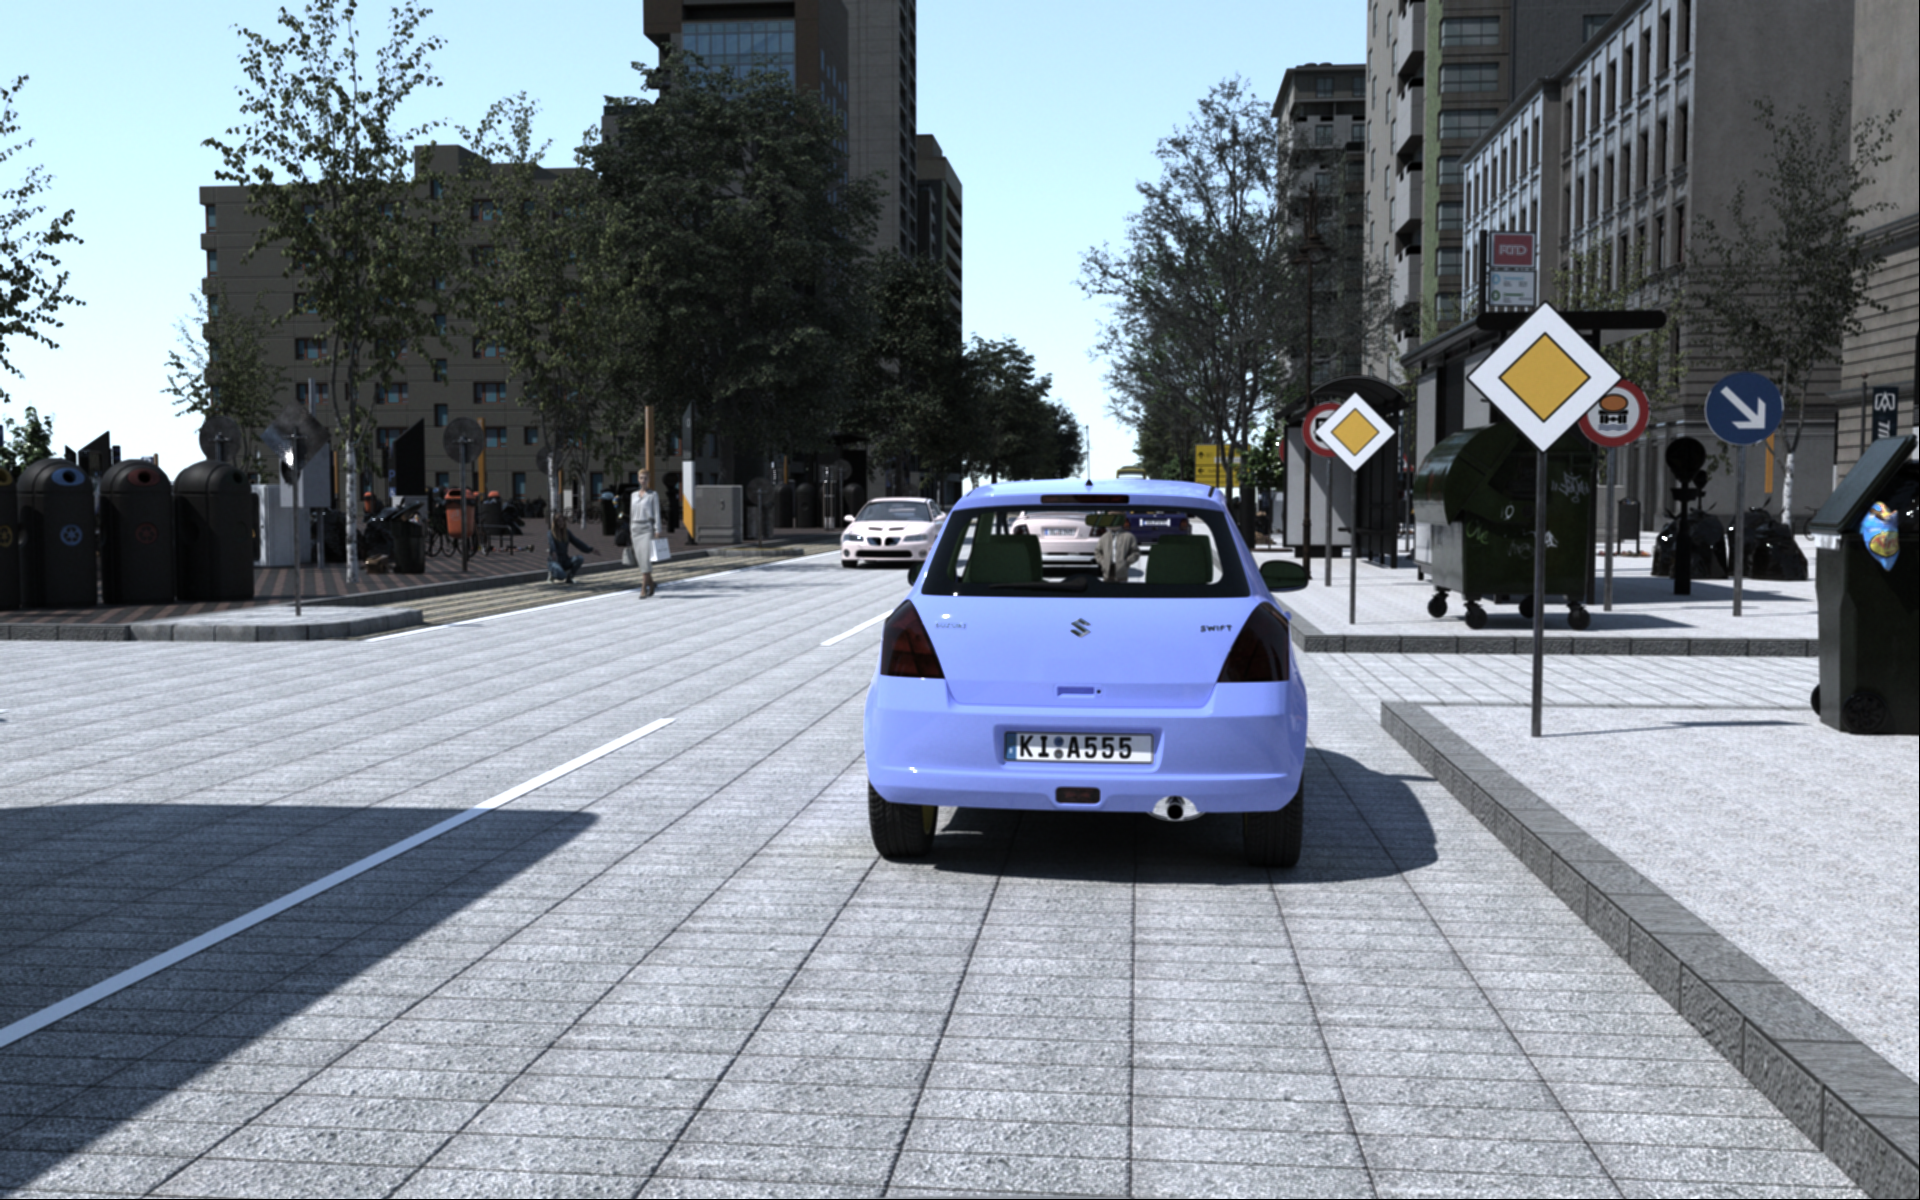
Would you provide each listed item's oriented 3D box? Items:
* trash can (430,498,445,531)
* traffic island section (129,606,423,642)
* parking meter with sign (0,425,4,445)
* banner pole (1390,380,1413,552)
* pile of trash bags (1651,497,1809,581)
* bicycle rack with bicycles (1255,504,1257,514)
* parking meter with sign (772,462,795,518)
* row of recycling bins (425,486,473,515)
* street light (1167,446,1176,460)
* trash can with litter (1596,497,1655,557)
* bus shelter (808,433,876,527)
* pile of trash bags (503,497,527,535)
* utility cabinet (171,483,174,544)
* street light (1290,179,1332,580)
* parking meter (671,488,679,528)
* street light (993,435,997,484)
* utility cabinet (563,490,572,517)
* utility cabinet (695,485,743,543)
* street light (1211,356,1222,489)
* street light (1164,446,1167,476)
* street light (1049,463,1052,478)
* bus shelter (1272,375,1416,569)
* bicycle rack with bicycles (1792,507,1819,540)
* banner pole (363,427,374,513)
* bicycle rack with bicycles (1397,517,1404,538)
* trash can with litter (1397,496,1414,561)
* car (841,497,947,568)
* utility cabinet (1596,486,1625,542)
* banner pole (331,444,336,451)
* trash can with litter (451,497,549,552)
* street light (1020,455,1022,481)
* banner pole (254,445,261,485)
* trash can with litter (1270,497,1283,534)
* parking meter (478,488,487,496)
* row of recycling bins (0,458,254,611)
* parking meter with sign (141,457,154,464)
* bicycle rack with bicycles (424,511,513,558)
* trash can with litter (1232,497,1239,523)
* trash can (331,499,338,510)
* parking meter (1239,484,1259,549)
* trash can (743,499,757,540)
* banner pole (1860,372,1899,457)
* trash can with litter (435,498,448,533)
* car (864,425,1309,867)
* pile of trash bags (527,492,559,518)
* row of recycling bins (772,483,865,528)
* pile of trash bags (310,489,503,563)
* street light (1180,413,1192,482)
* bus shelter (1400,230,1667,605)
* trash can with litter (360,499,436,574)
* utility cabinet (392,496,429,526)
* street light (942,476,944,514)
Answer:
[{"bbox_3d":[-17.151,-2.797,57.388,0.748,1.137,0.748,0,3,0],"label":"trash can"},{"bbox_3d":[-6.989,0.247,18.239,2.009,0.180,2.903,0,4,6],"label":"traffic island section"},{"bbox_3d":[-24.922,-2.898,43.648,1.738,3.016,0.543,1,4,23],"label":"parking meter with sign"},{"bbox_3d":[9.785,-2.959,38.400,0.401,3.779,0.863,-2,4,-28],"label":"banner pole"},{"bbox_3d":[12.375,-1.012,26.295,3.447,1.369,1.912,1,4,19],"label":"pile of trash bags"},{"bbox_3d":[14.328,-4.728,90.685,2.925,0.926,2.852,1,4,19],"label":"bicycle rack with bicycles"},{"bbox_3d":[-9.243,-5.945,93.457,1.738,3.016,0.543,-1,4,-21],"label":"parking meter with sign"},{"bbox_3d":[-25.650,-4.854,86.481,3.534,1.692,1.069,2,4,32],"label":"row of recycling bins"},{"bbox_3d":[16.581,-9.919,134.968,0.468,5.910,1.993,0,4,6],"label":"street light"},{"bbox_3d":[13.684,-1.527,36.022,1.678,1.210,2.233,-2,4,-26],"label":"trash can with litter"},{"bbox_3d":[-4.717,-4.805,69.840,1.731,3.624,6.357,0,4,6],"label":"bus shelter"},{"bbox_3d":[-14.862,-2.771,55.051,1.912,1.369,3.447,-1,4,-13],"label":"pile of trash bags"},{"bbox_3d":[-15.641,-1.611,35.023,0.318,1.500,1.173,1,4,16],"label":"utility cabinet"},{"bbox_3d":[5.204,-3.245,25.847,0.468,5.910,1.993,0,4,6],"label":"street light"},{"bbox_3d":[-10.795,-3.486,65.414,0.372,1.533,0.369,0,3,0],"label":"parking meter"},{"bbox_3d":[2.506,-9.466,127.564,0.468,5.910,1.993,0,4,6],"label":"street light"},{"bbox_3d":[-21.503,-5.303,95.389,1.173,1.500,0.318,3,5,41],"label":"utility cabinet"},{"bbox_3d":[-6.187,-2.190,44.478,1.173,1.500,0.318,0,4,1],"label":"utility cabinet"},{"bbox_3d":[8.662,-5.221,58.156,0.468,5.910,1.993,0,4,6],"label":"street light"},{"bbox_3d":[19.938,-11.909,167.494,0.468,5.910,1.993,0,4,6],"label":"street light"},{"bbox_3d":[10.953,-14.491,209.718,0.468,5.910,1.993,0,4,6],"label":"street light"},{"bbox_3d":[7.018,-2.343,32.230,2.014,3.302,5.546,0,4,6],"label":"bus shelter"},{"bbox_3d":[24.498,-2.103,47.758,2.925,0.926,2.852,-3,4,-38],"label":"bicycle rack with bicycles"},{"bbox_3d":[-21.909,-4.538,64.206,0.401,3.779,0.863,0,4,7],"label":"banner pole"},{"bbox_3d":[11.618,-2.331,51.501,2.852,0.926,2.925,0,4,-6],"label":"bicycle rack with bicycles"},{"bbox_3d":[9.680,-1.400,33.944,2.233,1.210,1.678,1,4,13],"label":"trash can with litter"},{"bbox_3d":[-1.237,-1.396,35.189,2.083,1.381,4.827,0,4,5],"label":"car"},{"bbox_3d":[16.856,-2.255,45.549,1.173,1.500,0.318,0,4,-4],"label":"utility cabinet"},{"bbox_3d":[-31.714,-5.952,87.330,0.863,3.779,0.401,0,4,-3],"label":"banner pole"},{"bbox_3d":[-10.240,-1.701,38.865,2.233,1.210,1.678,1,4,19],"label":"trash can with litter"},{"bbox_3d":[5.705,-11.444,159.900,0.468,5.910,1.993,0,4,6],"label":"street light"},{"bbox_3d":[-35.838,-6.020,88.445,0.401,3.779,0.863,-3,5,-40],"label":"banner pole"},{"bbox_3d":[10.266,-2.773,56.390,1.678,1.210,2.233,2,4,27],"label":"trash can with litter"},{"bbox_3d":[-19.639,-3.844,71.262,0.372,1.533,0.369,0,3,0],"label":"parking meter"},{"bbox_3d":[-10.036,-0.796,20.122,1.069,1.692,3.534,3,5,41],"label":"row of recycling bins"},{"bbox_3d":[-37.764,-5.214,81.503,0.543,3.016,1.738,0,4,3],"label":"parking meter with sign"},{"bbox_3d":[-10.577,-1.380,35.937,2.852,0.926,2.925,-3,5,-40],"label":"bicycle rack with bicycles"},{"bbox_3d":[11.897,-3.950,75.964,1.055,1.170,0.624,-2,4,-32],"label":"trash can with litter"},{"bbox_3d":[-20.371,-2.696,55.741,0.748,1.137,0.748,0,3,0],"label":"trash can"},{"bbox_3d":[6.650,-1.937,40.083,0.372,1.533,0.369,0,3,0],"label":"parking meter"},{"bbox_3d":[-5.979,-2.245,48.353,0.748,1.137,0.748,0,3,0],"label":"trash can"},{"bbox_3d":[18.819,-2.790,35.641,0.863,3.779,0.401,1,4,20],"label":"banner pole"},{"bbox_3d":[-16.455,-2.722,55.884,1.055,1.170,0.624,1,4,18],"label":"trash can with litter"},{"bbox_3d":[0.656,0.095,8.042,1.945,1.707,3.694,0,4,7],"label":"car"},{"bbox_3d":[-22.649,-5.047,92.278,3.447,1.369,1.912,2,4,25],"label":"pile of trash bags"},{"bbox_3d":[-5.383,-3.591,65.818,3.534,1.692,1.069,-1,4,-8],"label":"row of recycling bins"},{"bbox_3d":[-10.779,-1.418,32.934,3.447,1.369,1.912,1,4,11],"label":"pile of trash bags"},{"bbox_3d":[12.014,-7.251,91.347,0.468,5.910,1.993,0,4,6],"label":"street light"},{"bbox_3d":[7.459,-2.844,24.129,2.179,5.291,8.768,0,4,6],"label":"bus shelter"},{"bbox_3d":[-9.113,-1.008,27.875,1.055,1.170,0.624,0,4,-1],"label":"trash can with litter"},{"bbox_3d":[-17.707,-2.739,55.949,1.020,1.237,0.306,-1,4,-18],"label":"utility cabinet"},{"bbox_3d":[-0.938,-7.456,94.691,0.468,5.910,1.993,0,4,6],"label":"street light"}]
